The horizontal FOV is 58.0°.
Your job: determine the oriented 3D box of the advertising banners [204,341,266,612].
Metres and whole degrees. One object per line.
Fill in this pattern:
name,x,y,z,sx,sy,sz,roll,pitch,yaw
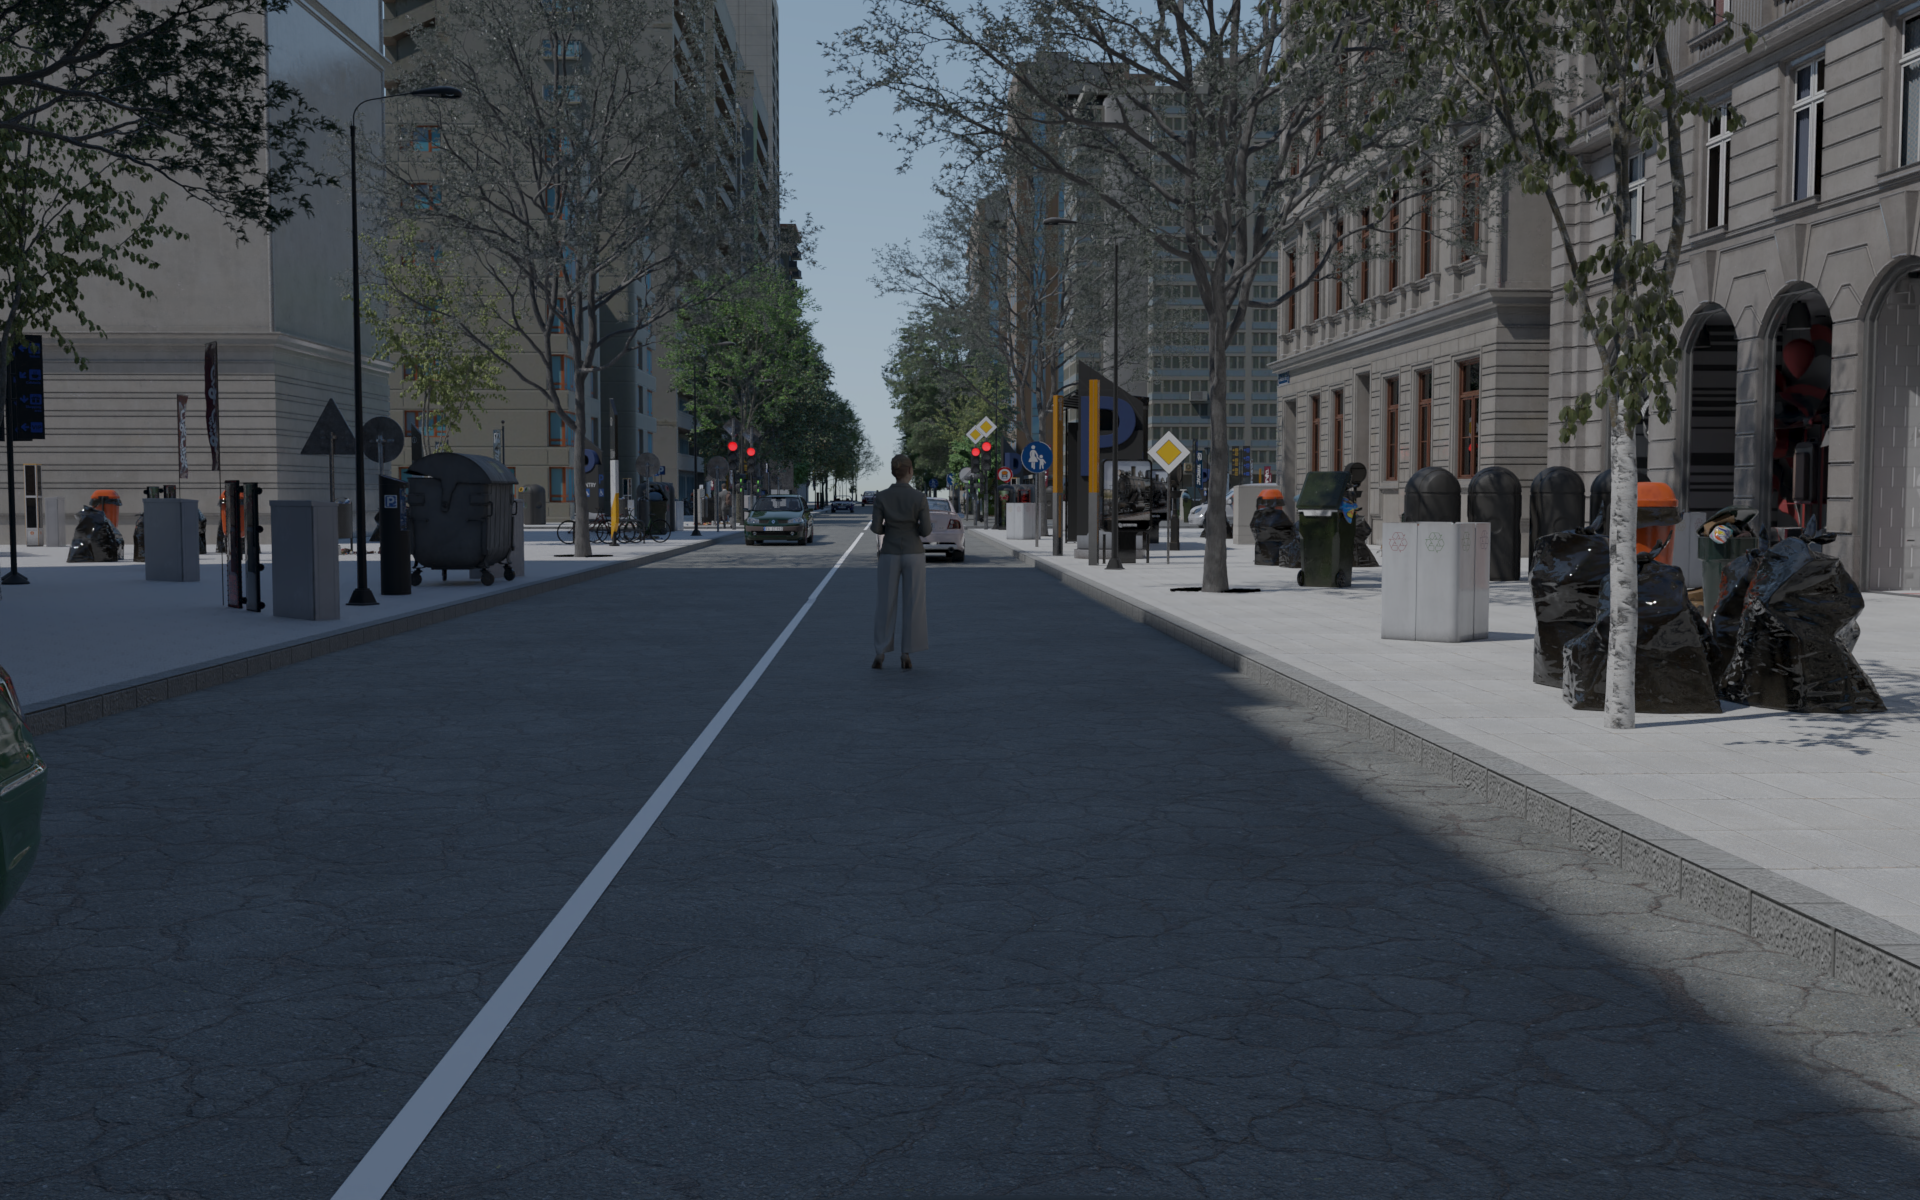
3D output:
advertising banners,-8.168,-1.422,19.442,0.090,3.025,2.074,-3,4,-37

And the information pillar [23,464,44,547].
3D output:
information pillar,-22.549,-2.304,42.162,0.304,2.012,0.304,0,4,-6

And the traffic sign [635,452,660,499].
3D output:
traffic sign,-9.533,-3.227,52.869,0.768,2.556,0.104,0,4,2

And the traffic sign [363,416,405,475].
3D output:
traffic sign,-9.465,-1.728,28.354,0.768,2.556,0.104,0,4,6

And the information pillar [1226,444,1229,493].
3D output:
information pillar,10.646,-4.804,69.892,0.504,3.616,0.183,-3,4,-36

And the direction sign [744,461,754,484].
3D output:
direction sign,-12.071,-6.562,99.291,0.876,3.537,0.379,0,4,-4

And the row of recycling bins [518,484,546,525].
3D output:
row of recycling bins,-18.078,-4.048,73.297,1.069,1.692,3.534,-1,4,-19

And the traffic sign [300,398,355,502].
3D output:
traffic sign,-8.514,-1.437,23.494,0.884,2.594,0.081,0,4,4

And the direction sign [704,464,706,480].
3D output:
direction sign,-16.071,-7.210,109.885,0.379,3.537,0.876,-2,4,-27

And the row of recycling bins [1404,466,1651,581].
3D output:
row of recycling bins,8.436,-1.141,25.765,3.534,1.692,1.069,1,4,9

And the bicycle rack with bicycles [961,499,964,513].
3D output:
bicycle rack with bicycles,0.457,-6.224,115.149,2.925,0.926,2.852,0,4,7

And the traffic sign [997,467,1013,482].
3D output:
traffic sign,2.075,-4.924,80.610,0.768,2.556,0.104,0,4,1

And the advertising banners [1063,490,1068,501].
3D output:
advertising banners,4.178,-3.948,60.740,2.074,3.025,0.090,-2,4,-30

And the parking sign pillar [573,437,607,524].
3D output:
parking sign pillar,-15.971,-5.266,74.566,1.447,3.967,1.447,2,4,26

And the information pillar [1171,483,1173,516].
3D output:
information pillar,10.296,-4.944,85.323,0.304,2.012,0.304,-1,4,-16

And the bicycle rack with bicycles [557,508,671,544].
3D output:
bicycle rack with bicycles,-9.047,-1.955,45.352,2.925,0.926,2.852,-1,4,-12

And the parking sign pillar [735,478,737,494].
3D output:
parking sign pillar,-18.212,-9.496,143.724,1.447,3.967,1.447,1,4,19

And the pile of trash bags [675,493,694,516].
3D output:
pile of trash bags,-16.659,-5.807,104.704,1.912,1.369,3.447,1,4,15

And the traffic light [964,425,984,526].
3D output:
traffic light,0.607,-4.981,70.355,0.839,4.253,0.868,0,4,-2

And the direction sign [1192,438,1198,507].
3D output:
direction sign,9.593,-4.816,70.736,0.379,3.537,0.876,1,4,20

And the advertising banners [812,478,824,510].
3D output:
advertising banners,-11.662,-8.929,142.170,0.090,3.025,2.074,-2,4,-31

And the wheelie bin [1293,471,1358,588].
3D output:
wheelie bin,5.069,-0.984,23.995,0.980,1.594,0.693,3,4,38

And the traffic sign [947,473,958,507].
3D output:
traffic sign,-0.424,-6.386,104.517,0.768,2.556,0.104,0,4,-1

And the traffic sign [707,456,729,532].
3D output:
traffic sign,-8.149,-3.556,58.252,0.768,2.556,0.104,0,4,7

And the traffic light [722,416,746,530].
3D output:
traffic light,-8.084,-4.470,62.009,0.839,4.253,0.868,0,4,-2

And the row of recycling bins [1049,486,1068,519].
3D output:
row of recycling bins,5.570,-4.871,86.752,1.069,1.692,3.534,-3,5,-43

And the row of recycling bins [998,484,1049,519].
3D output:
row of recycling bins,2.468,-3.998,72.478,1.069,1.692,3.534,2,4,25

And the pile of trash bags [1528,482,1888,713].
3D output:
pile of trash bags,4.815,-0.116,11.648,1.912,1.369,3.447,1,4,12

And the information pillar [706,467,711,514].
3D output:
information pillar,-13.981,-6.419,96.301,0.183,3.616,0.504,1,4,15

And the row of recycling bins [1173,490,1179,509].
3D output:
row of recycling bins,12.728,-6.493,113.272,3.534,1.692,1.069,-2,4,-29

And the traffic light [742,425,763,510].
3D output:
traffic light,-8.397,-4.958,69.988,0.839,4.253,0.868,0,4,-2

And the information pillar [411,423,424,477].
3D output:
information pillar,-17.838,-4.013,56.973,0.504,3.616,0.183,2,4,29

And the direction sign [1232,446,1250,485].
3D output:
direction sign,13.200,-5.470,81.438,0.876,3.537,0.379,2,4,24

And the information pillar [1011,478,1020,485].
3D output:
information pillar,2.484,-4.493,77.952,0.304,2.012,0.304,2,4,27

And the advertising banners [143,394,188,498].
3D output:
advertising banners,-13.582,-2.051,29.729,0.090,3.025,2.074,0,4,-5

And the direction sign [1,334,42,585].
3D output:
direction sign,-13.443,-1.990,24.533,0.876,3.537,0.379,-2,4,-30

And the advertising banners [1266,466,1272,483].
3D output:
advertising banners,18.714,-6.895,108.920,0.090,3.025,2.074,-3,5,-41

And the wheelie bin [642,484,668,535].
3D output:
wheelie bin,-9.584,-2.843,54.395,0.693,1.594,0.980,-2,4,-34

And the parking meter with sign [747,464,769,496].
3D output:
parking meter with sign,-11.612,-6.173,97.188,1.738,3.016,0.543,-1,4,-15

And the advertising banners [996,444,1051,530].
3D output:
advertising banners,2.246,-3.976,61.203,2.074,3.025,0.090,2,4,23

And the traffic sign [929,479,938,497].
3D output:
traffic sign,-2.220,-8.887,145.402,0.768,2.556,0.104,0,4,-1

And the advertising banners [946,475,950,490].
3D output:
advertising banners,-0.421,-7.576,120.056,0.090,3.025,2.074,2,4,34

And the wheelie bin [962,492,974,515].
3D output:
wheelie bin,0.560,-6.061,107.006,0.693,1.594,0.980,2,4,25

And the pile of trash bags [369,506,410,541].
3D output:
pile of trash bags,-14.345,-2.266,46.805,3.447,1.369,1.912,2,4,34

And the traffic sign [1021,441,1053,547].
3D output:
traffic sign,1.864,-2.556,41.895,0.768,2.556,0.104,0,4,4

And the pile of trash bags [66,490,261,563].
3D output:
pile of trash bags,-15.294,-1.433,33.177,3.447,1.369,1.912,0,4,-3

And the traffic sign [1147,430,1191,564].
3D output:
traffic sign,3.792,-1.855,31.511,0.795,2.450,0.064,0,4,5

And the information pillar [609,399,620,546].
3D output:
information pillar,-8.476,-3.126,42.470,0.183,3.616,0.504,-2,4,-25

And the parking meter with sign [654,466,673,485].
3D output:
parking meter with sign,-18.321,-6.874,108.656,0.543,3.016,1.738,1,4,20

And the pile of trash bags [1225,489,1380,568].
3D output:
pile of trash bags,6.173,-1.332,31.537,1.912,1.369,3.447,-1,4,-13

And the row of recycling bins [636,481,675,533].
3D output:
row of recycling bins,-10.194,-3.105,57.877,1.069,1.692,3.534,0,4,-1

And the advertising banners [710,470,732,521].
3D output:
advertising banners,-11.280,-5.283,82.572,0.090,3.025,2.074,2,4,26

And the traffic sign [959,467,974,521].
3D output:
traffic sign,0.337,-5.041,82.528,0.768,2.556,0.104,0,3,0

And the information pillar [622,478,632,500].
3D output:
information pillar,-15.486,-4.655,80.600,0.304,2.012,0.304,1,4,20

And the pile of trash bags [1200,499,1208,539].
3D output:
pile of trash bags,7.918,-2.439,49.627,1.912,1.369,3.447,0,4,4

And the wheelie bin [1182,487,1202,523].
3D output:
wheelie bin,10.377,-4.276,77.828,0.980,1.594,0.693,-3,4,-36

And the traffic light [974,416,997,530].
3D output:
traffic light,0.920,-4.493,62.376,0.839,4.253,0.868,0,4,-2

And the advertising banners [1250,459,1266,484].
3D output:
advertising banners,14.846,-5.543,86.815,0.090,3.025,2.074,2,4,28
